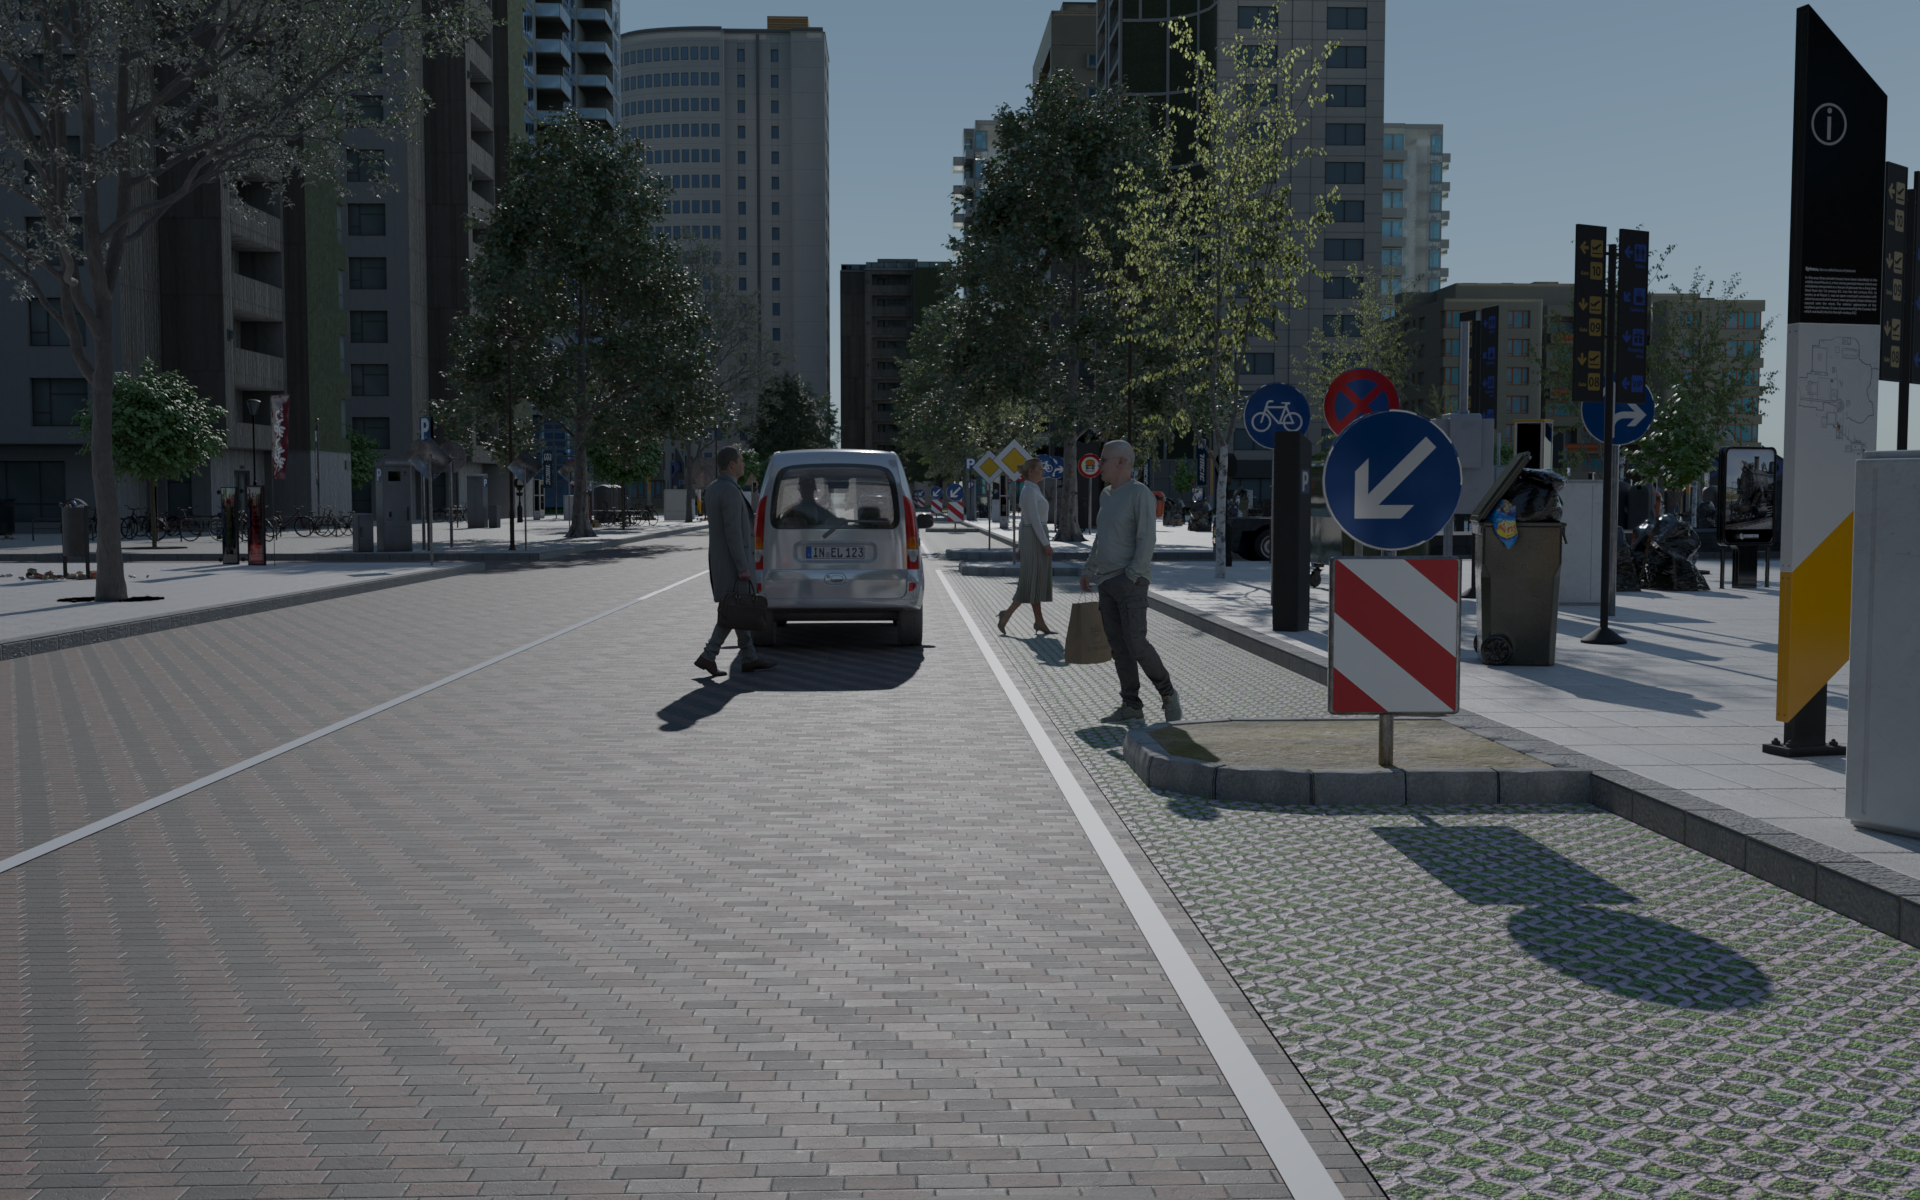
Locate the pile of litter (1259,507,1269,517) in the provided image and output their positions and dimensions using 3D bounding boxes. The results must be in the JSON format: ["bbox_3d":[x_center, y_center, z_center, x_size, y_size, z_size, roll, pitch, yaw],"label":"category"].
[{"bbox_3d":[13.916,-3.847,76.860,1.719,0.858,1.176,1,4,11],"label":"pile of litter"}]

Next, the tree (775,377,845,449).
[{"bbox_3d":[-17.092,-17.134,186.788,9.857,13.997,8.962,0,3,0],"label":"tree"}]

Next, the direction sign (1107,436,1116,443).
[{"bbox_3d":[5.185,-3.970,56.900,0.876,3.537,0.379,3,5,43],"label":"direction sign"}]

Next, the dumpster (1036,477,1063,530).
[{"bbox_3d":[3.082,-3.389,61.173,1.264,1.857,1.865,0,4,-2],"label":"dumpster"}]

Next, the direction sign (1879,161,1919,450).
[{"bbox_3d":[6.622,-1.233,12.165,0.876,3.537,0.379,-3,5,-41],"label":"direction sign"}]

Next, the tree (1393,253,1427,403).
[{"bbox_3d":[12.506,-6.310,53.537,4.360,8.622,3.978,0,3,0],"label":"tree"}]

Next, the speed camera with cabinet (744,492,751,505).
[{"bbox_3d":[-14.620,-7.295,113.606,0.660,3.252,2.038,3,5,40],"label":"speed camera with cabinet"}]

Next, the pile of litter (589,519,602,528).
[{"bbox_3d":[-14.278,-3.224,66.675,1.176,0.858,1.719,1,4,23],"label":"pile of litter"}]

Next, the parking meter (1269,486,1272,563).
[{"bbox_3d":[5.942,-1.453,32.173,0.372,1.533,0.369,0,3,0],"label":"parking meter"}]

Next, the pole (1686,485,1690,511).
[{"bbox_3d":[35.426,-5.529,84.250,0.158,3.312,0.155,0,3,0],"label":"pole"}]

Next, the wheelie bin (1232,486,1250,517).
[{"bbox_3d":[10.837,-3.605,66.850,0.693,1.594,0.980,0,4,6],"label":"wheelie bin"}]

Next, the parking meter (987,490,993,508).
[{"bbox_3d":[1.928,-6.247,110.543,0.372,1.533,0.369,0,3,0],"label":"parking meter"}]

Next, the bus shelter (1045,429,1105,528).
[{"bbox_3d":[4.361,-4.557,65.788,1.731,3.624,6.357,0,4,-2],"label":"bus shelter"}]

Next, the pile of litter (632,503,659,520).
[{"bbox_3d":[-15.402,-4.336,84.852,1.176,0.858,1.719,-2,4,-30],"label":"pile of litter"}]

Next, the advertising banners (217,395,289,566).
[{"bbox_3d":[-12.664,-2.134,31.075,2.074,3.025,0.090,2,4,32],"label":"advertising banners"}]

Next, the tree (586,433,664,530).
[{"bbox_3d":[-12.125,-4.813,62.403,4.285,4.588,4.351,0,3,0],"label":"tree"}]

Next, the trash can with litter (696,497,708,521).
[{"bbox_3d":[-12.227,-4.462,84.007,1.678,1.210,2.233,0,4,-5],"label":"trash can with litter"}]

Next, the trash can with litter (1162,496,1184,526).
[{"bbox_3d":[8.443,-3.537,69.212,1.055,1.170,0.624,-3,5,-42],"label":"trash can with litter"}]

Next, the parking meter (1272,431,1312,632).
[{"bbox_3d":[3.120,-0.646,16.270,0.255,1.863,0.399,2,4,31],"label":"parking meter"}]

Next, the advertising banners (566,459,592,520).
[{"bbox_3d":[-18.707,-5.551,86.952,2.074,3.025,0.090,0,4,-4],"label":"advertising banners"}]

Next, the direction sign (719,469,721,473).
[{"bbox_3d":[-13.190,-6.339,95.634,0.379,3.537,0.876,-1,4,-18],"label":"direction sign"}]

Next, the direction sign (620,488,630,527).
[{"bbox_3d":[-12.954,-4.577,66.835,0.379,3.537,0.876,-2,4,-26],"label":"direction sign"}]

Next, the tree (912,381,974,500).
[{"bbox_3d":[-1.533,-15.873,177.655,7.486,12.596,7.792,0,3,0],"label":"tree"}]

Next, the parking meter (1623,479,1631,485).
[{"bbox_3d":[25.769,-3.745,66.939,0.255,1.863,0.399,2,4,26],"label":"parking meter"}]

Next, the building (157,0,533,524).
[{"bbox_3d":[-30.548,-19.389,88.713,14.160,30.474,14.107,0,4,-2],"label":"building"}]

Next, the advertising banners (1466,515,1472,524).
[{"bbox_3d":[22.358,-4.846,75.425,2.074,3.025,0.090,-3,5,-41],"label":"advertising banners"}]

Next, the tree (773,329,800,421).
[{"bbox_3d":[-12.188,-10.263,78.170,12.009,13.543,11.850,0,3,0],"label":"tree"}]

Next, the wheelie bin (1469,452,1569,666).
[{"bbox_3d":[4.248,-0.322,13.165,0.693,1.594,0.980,1,4,12],"label":"wheelie bin"}]

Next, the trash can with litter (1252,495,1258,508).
[{"bbox_3d":[16.367,-5.334,98.266,2.233,1.210,1.678,3,5,43],"label":"trash can with litter"}]

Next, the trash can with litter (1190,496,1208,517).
[{"bbox_3d":[12.668,-4.870,91.005,1.055,1.170,0.624,-1,4,-12],"label":"trash can with litter"}]

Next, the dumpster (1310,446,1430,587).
[{"bbox_3d":[5.399,-1.253,22.973,1.502,2.255,1.985,0,4,-2],"label":"dumpster"}]

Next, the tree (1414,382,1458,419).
[{"bbox_3d":[31.730,-9.960,113.202,4.737,8.622,4.395,0,3,0],"label":"tree"}]

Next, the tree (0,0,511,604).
[{"bbox_3d":[-10.327,-6.728,20.381,12.009,13.543,11.850,0,3,0],"label":"tree"}]

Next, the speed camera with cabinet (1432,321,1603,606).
[{"bbox_3d":[6.483,-1.577,20.113,2.038,3.252,0.660,0,4,2],"label":"speed camera with cabinet"}]

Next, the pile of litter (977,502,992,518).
[{"bbox_3d":[1.181,-4.808,92.577,1.719,0.858,1.176,1,4,22],"label":"pile of litter"}]

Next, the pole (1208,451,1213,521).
[{"bbox_3d":[11.740,-5.336,81.094,0.158,3.312,0.155,0,3,0],"label":"pole"}]

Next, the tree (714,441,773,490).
[{"bbox_3d":[-13.874,-7.556,107.256,4.285,4.588,4.351,0,3,0],"label":"tree"}]

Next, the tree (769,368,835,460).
[{"bbox_3d":[-15.974,-14.728,157.803,9.611,12.733,9.660,0,3,0],"label":"tree"}]

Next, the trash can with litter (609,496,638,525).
[{"bbox_3d":[-14.458,-3.821,73.536,1.678,1.210,2.233,1,4,16],"label":"trash can with litter"}]

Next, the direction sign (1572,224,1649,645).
[{"bbox_3d":[5.544,-1.395,14.812,0.876,3.537,0.379,-2,4,-29],"label":"direction sign"}]

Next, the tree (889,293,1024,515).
[{"bbox_3d":[0.398,-12.326,108.185,9.857,13.997,8.962,0,3,0],"label":"tree"}]

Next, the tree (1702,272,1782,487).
[{"bbox_3d":[24.425,-6.512,56.830,4.737,8.622,4.395,0,3,0],"label":"tree"}]

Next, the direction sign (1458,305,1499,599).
[{"bbox_3d":[6.347,-1.792,21.290,0.379,3.537,0.876,-1,4,-13],"label":"direction sign"}]

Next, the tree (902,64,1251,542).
[{"bbox_3d":[3.067,-7.919,46.488,9.611,12.733,9.660,0,3,0],"label":"tree"}]

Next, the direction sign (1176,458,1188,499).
[{"bbox_3d":[13.911,-7.131,108.592,0.876,3.537,0.379,-1,4,-23],"label":"direction sign"}]

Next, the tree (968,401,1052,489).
[{"bbox_3d":[1.694,-8.437,88.300,4.360,8.622,3.978,0,3,0],"label":"tree"}]

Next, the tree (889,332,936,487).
[{"bbox_3d":[-1.745,-20.600,192.705,12.611,20.169,13.585,0,3,0],"label":"tree"}]

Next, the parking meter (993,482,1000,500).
[{"bbox_3d":[1.770,-4.682,82.270,0.399,1.863,0.255,1,4,23],"label":"parking meter"}]

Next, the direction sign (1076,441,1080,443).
[{"bbox_3d":[4.612,-4.821,70.822,0.876,3.537,0.379,3,5,40],"label":"direction sign"}]

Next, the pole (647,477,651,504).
[{"bbox_3d":[-19.393,-6.984,108.024,0.158,3.312,0.155,0,3,0],"label":"pole"}]

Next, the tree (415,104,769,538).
[{"bbox_3d":[-11.192,-8.212,51.277,9.611,12.733,9.660,0,3,0],"label":"tree"}]

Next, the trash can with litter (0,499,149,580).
[{"bbox_3d":[-13.683,-0.942,26.452,2.233,1.210,1.678,2,4,25],"label":"trash can with litter"}]

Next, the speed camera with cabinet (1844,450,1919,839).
[{"bbox_3d":[4.444,-0.759,6.753,2.038,3.252,0.660,-2,4,-24],"label":"speed camera with cabinet"}]

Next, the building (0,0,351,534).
[{"bbox_3d":[-30.925,-17.685,60.855,14.160,30.474,14.107,0,4,-2],"label":"building"}]

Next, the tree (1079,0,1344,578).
[{"bbox_3d":[3.945,-4.651,26.410,4.360,8.622,3.978,0,3,0],"label":"tree"}]
